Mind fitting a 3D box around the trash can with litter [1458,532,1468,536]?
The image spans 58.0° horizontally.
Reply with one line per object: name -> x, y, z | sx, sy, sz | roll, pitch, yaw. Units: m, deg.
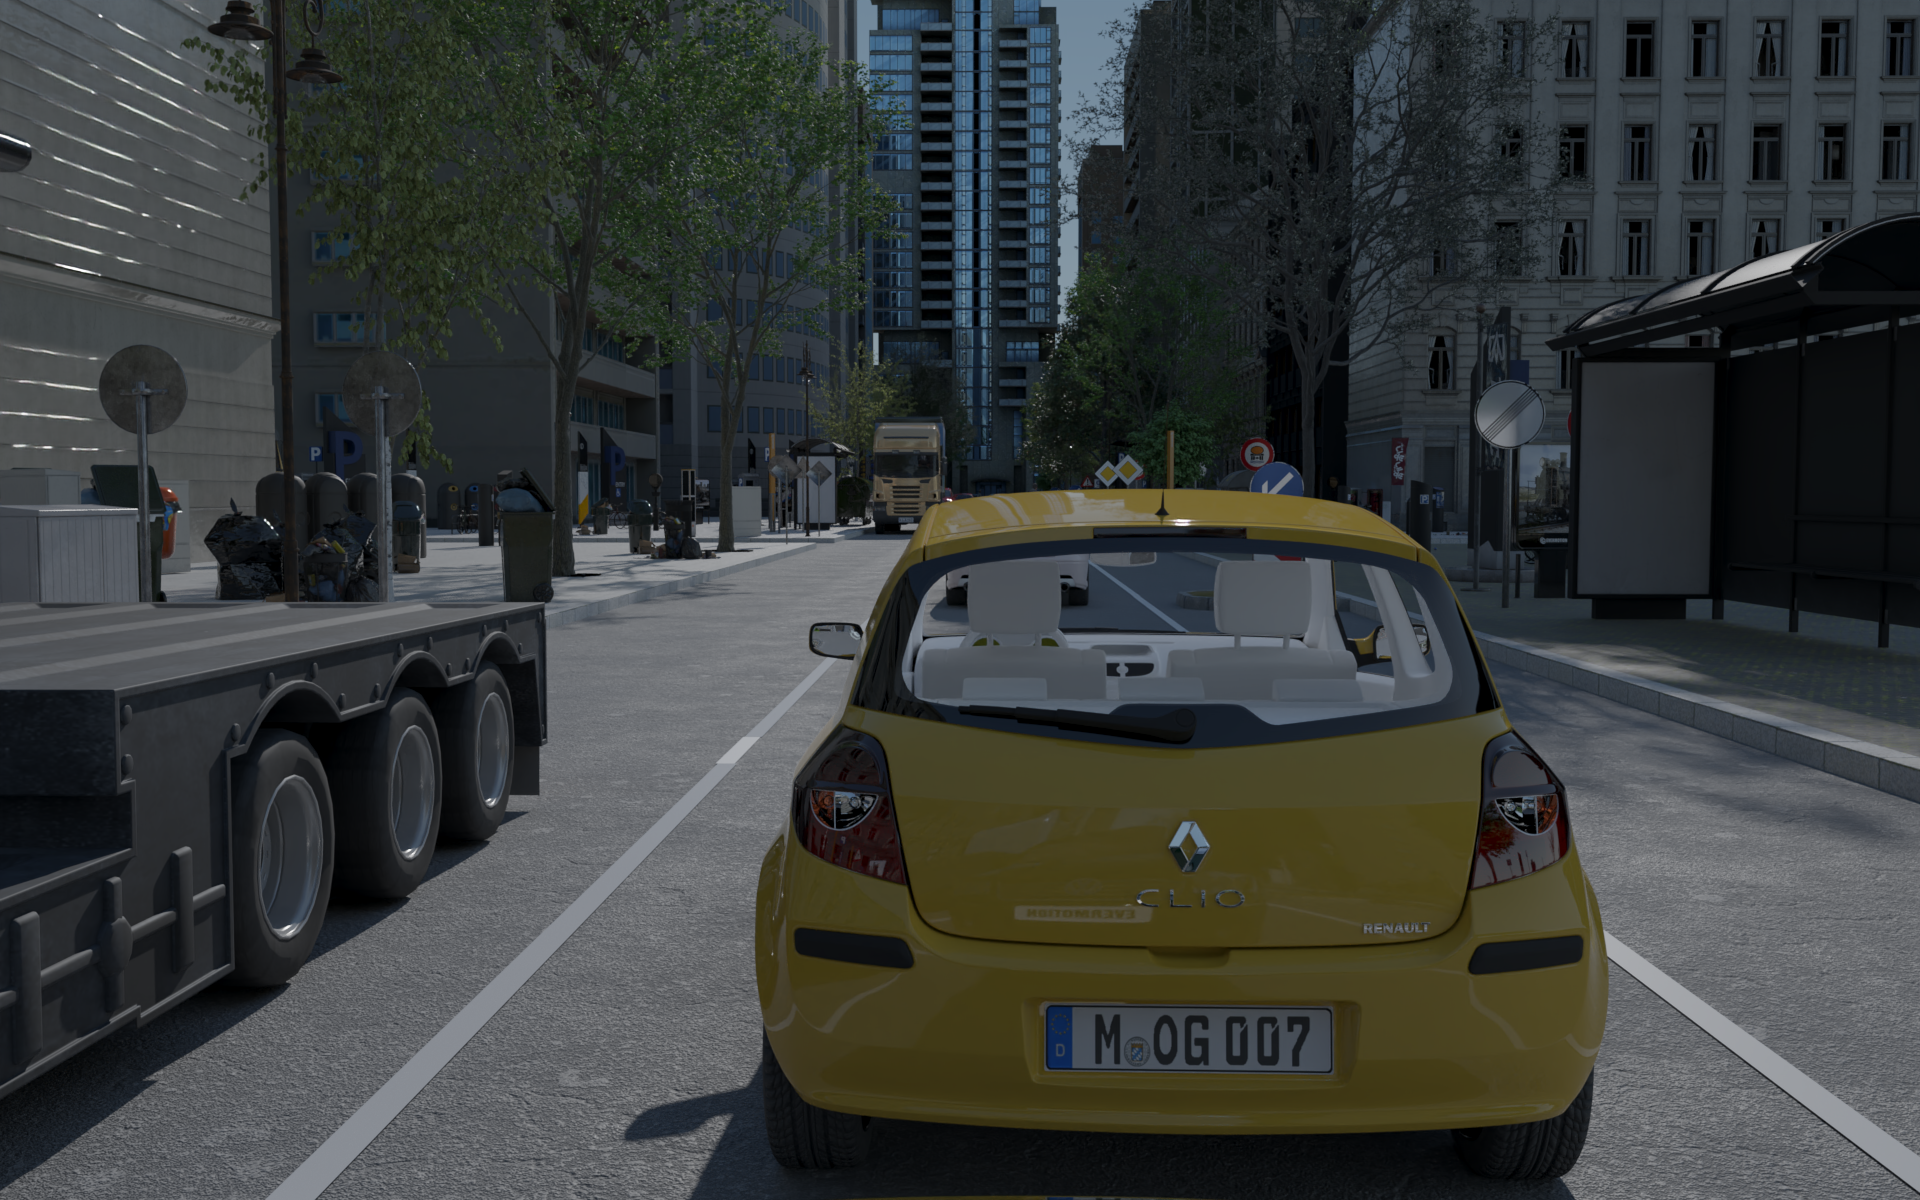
trash can with litter -> 15.860, -2.617, 53.843 | 2.233, 1.210, 1.678 | 1, 4, 14

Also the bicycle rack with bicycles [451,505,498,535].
bicycle rack with bicycles -> -15.302, -2.590, 55.722 | 2.852, 0.926, 2.925 | 1, 4, 14

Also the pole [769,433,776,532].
pole -> -6.307, -3.936, 58.201 | 0.158, 3.312, 0.155 | 0, 3, 0

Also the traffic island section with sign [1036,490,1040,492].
traffic island section with sign -> 5.566, -5.806, 103.555 | 1.989, 1.847, 2.006 | 0, 4, 1

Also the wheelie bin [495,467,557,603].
wheelie bin -> -5.155, -0.773, 20.539 | 0.693, 1.594, 0.980 | -1, 4, -18

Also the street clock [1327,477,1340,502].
street clock -> 15.688, -4.176, 72.840 | 0.471, 2.002, 0.358 | 2, 4, 33

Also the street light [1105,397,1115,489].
street light -> 7.091, -6.695, 82.251 | 0.468, 5.910, 1.993 | 0, 4, 1

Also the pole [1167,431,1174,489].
pole -> 6.784, -3.794, 55.875 | 0.158, 3.312, 0.155 | 0, 3, 0

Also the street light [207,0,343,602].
street light -> -5.487, -2.525, 14.072 | 0.468, 5.910, 1.993 | 0, 4, 1

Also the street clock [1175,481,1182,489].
street clock -> 9.485, -4.321, 75.211 | 0.471, 2.002, 0.358 | -1, 4, -20

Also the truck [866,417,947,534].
truck -> -1.850, -4.662, 65.142 | 2.839, 4.237, 11.283 | 0, 4, 0

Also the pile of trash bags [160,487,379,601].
pile of trash bags -> -8.891, -0.736, 21.788 | 3.447, 1.369, 1.912 | 1, 4, 11

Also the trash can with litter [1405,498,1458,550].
trash can with litter -> 10.189, -1.772, 40.022 | 1.678, 1.210, 2.233 | 3, 4, 39

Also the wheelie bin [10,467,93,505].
wheelie bin -> -11.179, -0.797, 20.945 | 0.693, 1.594, 0.980 | 1, 4, 15

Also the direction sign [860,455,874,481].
direction sign -> -5.440, -6.707, 101.657 | 0.876, 3.537, 0.379 | 1, 4, 19

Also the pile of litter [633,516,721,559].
pile of litter -> -5.638, -1.255, 34.489 | 1.719, 0.858, 1.176 | 2, 4, 26

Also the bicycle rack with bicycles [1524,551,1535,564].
bicycle rack with bicycles -> 10.992, -1.142, 32.048 | 2.925, 0.926, 2.852 | 1, 4, 16

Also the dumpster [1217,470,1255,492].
dumpster -> 6.925, -2.193, 41.619 | 1.264, 1.857, 1.865 | 0, 4, 1

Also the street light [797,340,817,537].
street light -> -4.599, -4.855, 52.162 | 0.468, 5.910, 1.993 | 0, 4, 1

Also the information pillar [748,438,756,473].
information pillar -> -8.710, -4.962, 72.482 | 0.183, 3.616, 0.504 | 2, 4, 26

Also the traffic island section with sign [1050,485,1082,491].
traffic island section with sign -> 4.973, -4.158, 76.607 | 1.989, 1.847, 2.006 | 0, 4, 1

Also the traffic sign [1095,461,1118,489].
traffic sign -> 4.413, -2.944, 51.776 | 0.795, 2.450, 0.064 | 0, 4, 1

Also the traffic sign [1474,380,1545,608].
traffic sign -> 6.151, -1.183, 19.455 | 0.768, 2.556, 0.104 | 0, 4, 8

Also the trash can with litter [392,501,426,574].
trash can with litter -> -9.020, -1.040, 28.396 | 0.624, 1.170, 1.055 | -2, 4, -24

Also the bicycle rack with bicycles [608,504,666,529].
bicycle rack with bicycles -> -11.789, -3.117, 64.352 | 2.925, 0.926, 2.852 | 3, 4, 37

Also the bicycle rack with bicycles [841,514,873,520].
bicycle rack with bicycles -> -5.174, -4.296, 83.622 | 2.925, 0.926, 2.852 | 0, 4, -6

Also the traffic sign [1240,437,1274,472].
traffic sign -> 6.691, -2.385, 39.102 | 0.768, 2.556, 0.104 | 0, 4, 2

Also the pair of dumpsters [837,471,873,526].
pair of dumpsters -> -4.353, -4.261, 72.156 | 1.574, 2.255, 4.437 | 0, 4, 1

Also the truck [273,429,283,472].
truck -> -23.134, -3.200, 48.240 | 9.791, 3.379, 3.469 | 0, 4, 0

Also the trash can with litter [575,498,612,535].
trash can with litter -> -11.536, -2.641, 54.562 | 1.055, 1.170, 0.624 | -2, 4, -32

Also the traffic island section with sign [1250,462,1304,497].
traffic island section with sign -> 3.804, -0.822, 22.064 | 1.989, 1.847, 2.006 | 0, 4, 1

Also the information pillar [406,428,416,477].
information pillar -> -19.130, -4.222, 60.381 | 0.183, 3.616, 0.504 | 1, 4, 17

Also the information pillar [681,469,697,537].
information pillar -> -8.074, -2.878, 51.555 | 0.304, 2.012, 0.304 | 2, 4, 26

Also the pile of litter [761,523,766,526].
pile of litter -> -8.575, -3.444, 70.272 | 1.176, 0.858, 1.719 | -2, 4, -32

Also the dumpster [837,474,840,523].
dumpster -> -5.841, -4.523, 76.445 | 1.502, 2.255, 1.985 | 0, 4, 1

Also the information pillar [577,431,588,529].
information pillar -> -14.062, -4.477, 64.560 | 0.183, 3.616, 0.504 | 2, 4, 26

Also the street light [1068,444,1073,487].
street light -> 8.079, -9.400, 126.473 | 0.468, 5.910, 1.993 | 0, 4, 1

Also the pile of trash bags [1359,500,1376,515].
pile of trash bags -> 27.981, -6.891, 122.414 | 3.447, 1.369, 1.912 | 2, 4, 25

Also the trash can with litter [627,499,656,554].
trash can with litter -> -6.772, -1.582, 37.258 | 0.624, 1.170, 1.055 | -2, 4, -27

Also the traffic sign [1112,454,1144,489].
traffic sign -> 4.240, -2.456, 43.793 | 0.795, 2.450, 0.064 | 0, 4, 1

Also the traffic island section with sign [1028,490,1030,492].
traffic island section with sign -> 7.246, -10.545, 181.045 | 1.989, 1.847, 2.006 | 0, 4, 1

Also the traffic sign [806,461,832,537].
traffic sign -> -4.229, -2.957, 51.983 | 0.795, 2.450, 0.064 | 0, 4, 1

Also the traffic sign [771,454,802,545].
traffic sign -> -4.402, -2.468, 44.000 | 0.795, 2.450, 0.064 | 0, 4, 1

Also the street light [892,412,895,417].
street light -> -3.711, -7.595, 96.968 | 0.468, 5.910, 1.993 | 0, 4, 1

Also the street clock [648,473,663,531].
street clock -> -10.623, -3.420, 60.490 | 0.471, 2.002, 0.358 | 0, 4, -1

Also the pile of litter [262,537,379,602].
pile of litter -> -6.589, -0.225, 17.643 | 1.719, 0.858, 1.176 | -2, 4, -25
